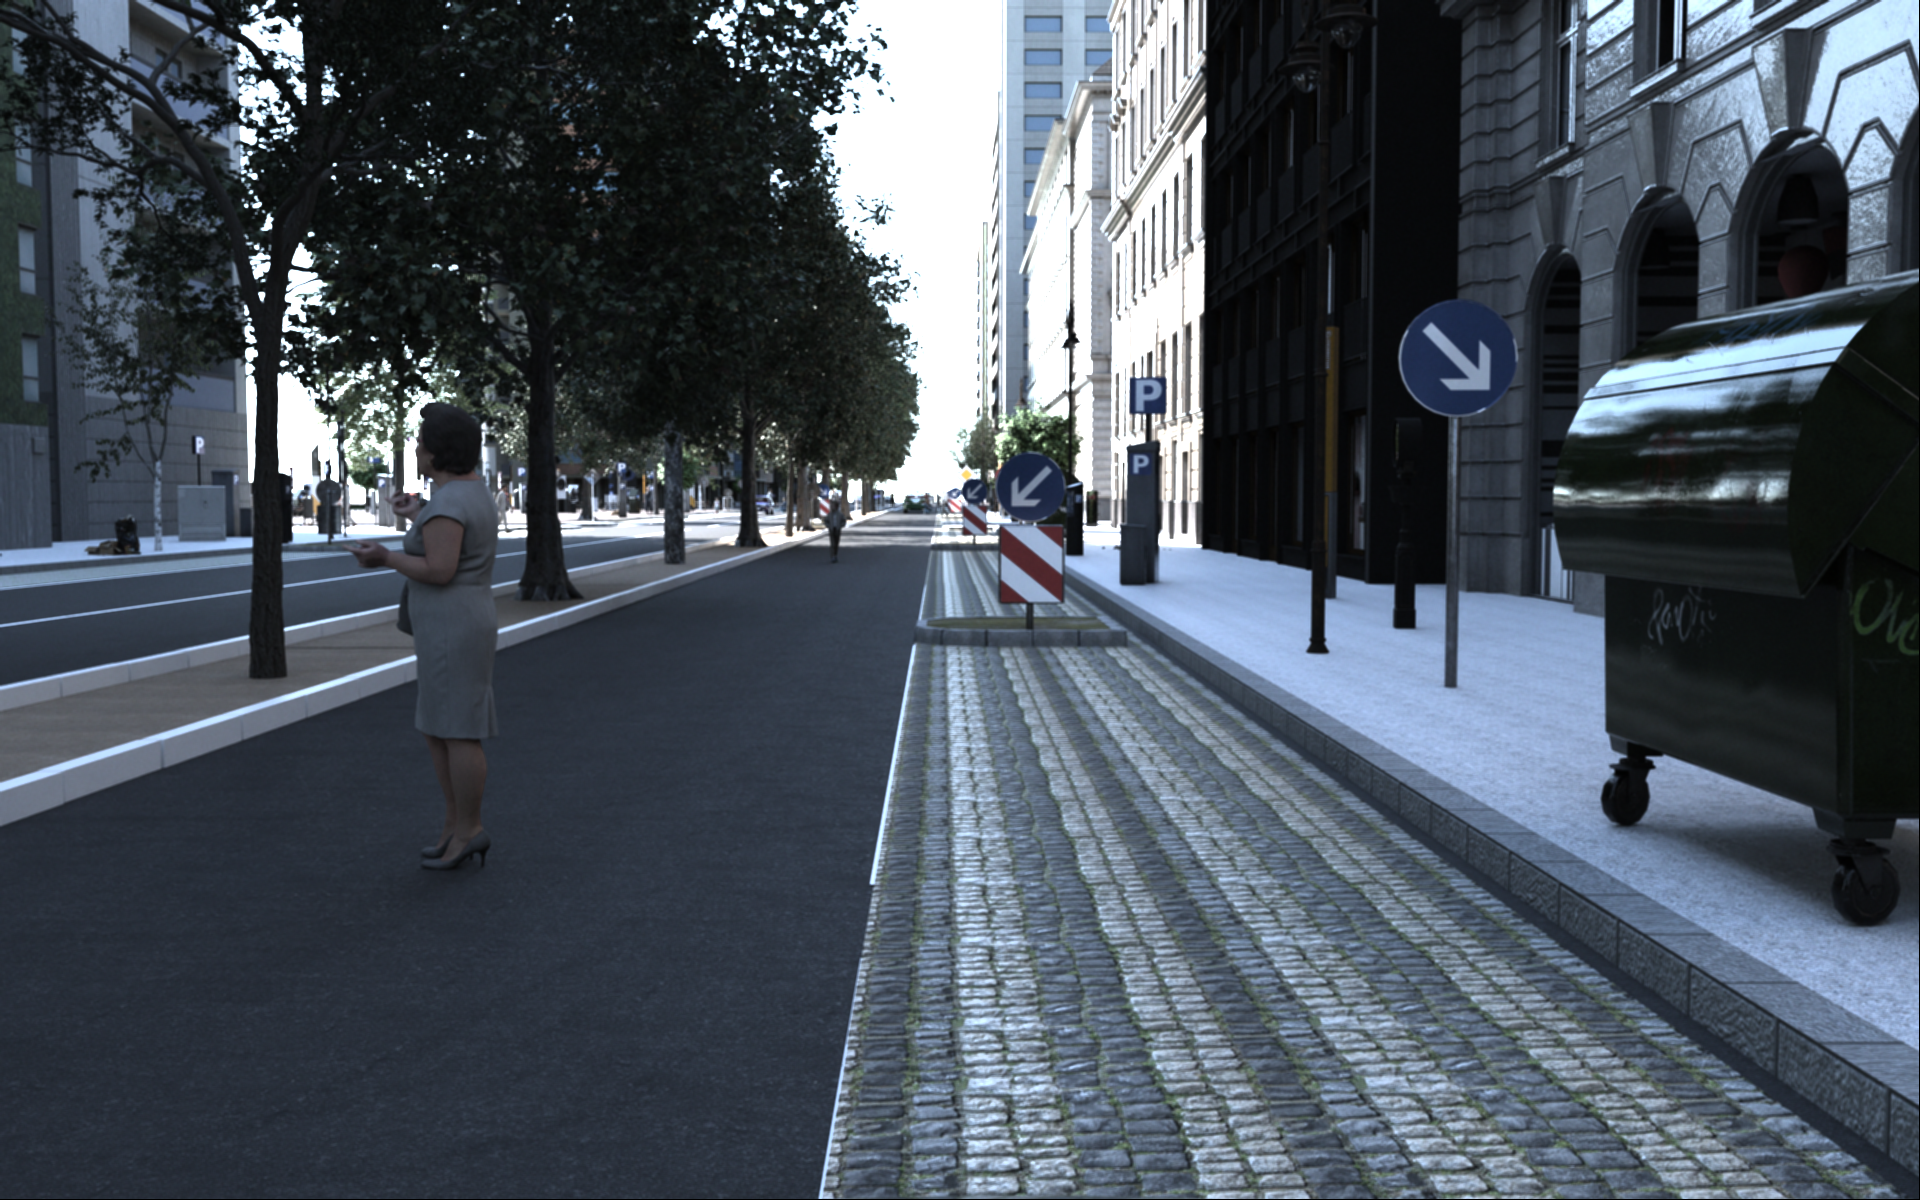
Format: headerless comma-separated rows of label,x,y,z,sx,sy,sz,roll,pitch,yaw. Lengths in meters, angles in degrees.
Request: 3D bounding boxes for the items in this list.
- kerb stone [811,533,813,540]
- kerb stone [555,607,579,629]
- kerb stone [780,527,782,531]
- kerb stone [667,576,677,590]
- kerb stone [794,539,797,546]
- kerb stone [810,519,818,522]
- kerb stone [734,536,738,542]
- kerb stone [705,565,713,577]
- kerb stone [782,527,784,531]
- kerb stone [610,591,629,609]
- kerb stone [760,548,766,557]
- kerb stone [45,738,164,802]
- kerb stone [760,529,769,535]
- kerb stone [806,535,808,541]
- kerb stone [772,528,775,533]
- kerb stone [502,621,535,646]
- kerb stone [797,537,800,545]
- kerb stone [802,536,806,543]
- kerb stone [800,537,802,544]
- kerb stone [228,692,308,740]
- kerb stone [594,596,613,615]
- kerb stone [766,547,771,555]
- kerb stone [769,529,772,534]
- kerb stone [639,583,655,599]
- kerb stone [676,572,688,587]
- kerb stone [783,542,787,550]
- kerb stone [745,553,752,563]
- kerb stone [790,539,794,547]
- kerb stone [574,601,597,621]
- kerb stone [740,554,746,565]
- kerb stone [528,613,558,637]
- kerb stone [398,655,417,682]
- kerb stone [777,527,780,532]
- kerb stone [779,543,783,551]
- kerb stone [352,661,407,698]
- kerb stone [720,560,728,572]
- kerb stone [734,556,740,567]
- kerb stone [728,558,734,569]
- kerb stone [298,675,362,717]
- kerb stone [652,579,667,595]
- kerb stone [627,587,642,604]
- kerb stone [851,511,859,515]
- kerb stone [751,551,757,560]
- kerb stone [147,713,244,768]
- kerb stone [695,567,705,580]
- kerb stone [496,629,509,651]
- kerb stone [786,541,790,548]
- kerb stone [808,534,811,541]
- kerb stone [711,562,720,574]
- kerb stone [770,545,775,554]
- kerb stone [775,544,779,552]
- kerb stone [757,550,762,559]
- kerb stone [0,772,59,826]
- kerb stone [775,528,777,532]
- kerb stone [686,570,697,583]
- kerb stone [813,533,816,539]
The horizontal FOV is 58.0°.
kerb stone,-4.716,-1.922,53.622,0.120,0.150,1.000,0,4,-1
kerb stone,-4.323,0.209,18.776,0.120,0.150,1.000,0,4,-1
kerb stone,-6.960,-2.671,65.930,0.120,0.150,1.000,0,4,-1
kerb stone,-4.409,-0.225,25.953,0.120,0.150,1.000,0,4,-1
kerb stone,-4.645,-1.546,47.475,0.120,0.150,1.000,0,4,-1
kerb stone,-7.170,-3.836,84.911,0.120,0.150,1.000,0,4,-1
kerb stone,-6.797,-1.798,51.594,0.120,0.150,1.000,0,4,-1
kerb stone,-4.456,-0.481,30.053,0.120,0.150,1.000,0,4,-1
kerb stone,-6.968,-2.738,66.958,0.120,0.150,1.000,0,4,-1
kerb stone,-4.365,0.021,21.856,0.120,0.150,1.000,0,4,-1
kerb stone,-4.558,-1.044,39.271,0.120,0.150,1.000,0,4,-1
kerb stone,-4.222,0.836,8.534,0.120,0.150,1.000,0,4,-1
kerb stone,-6.900,-2.362,60.807,0.120,0.150,1.000,0,4,-1
kerb stone,-4.690,-1.796,51.570,0.120,0.150,1.000,0,4,-1
kerb stone,-6.922,-2.487,62.861,0.120,0.150,1.000,0,4,-1
kerb stone,-4.307,0.335,16.726,0.120,0.150,1.000,0,4,-1
kerb stone,-4.665,-1.609,48.497,0.120,0.150,1.000,0,4,-1
kerb stone,-4.682,-1.728,50.548,0.120,0.150,1.000,0,4,-1
kerb stone,-4.680,-1.669,49.519,0.120,0.150,1.000,0,4,-1
kerb stone,-4.240,0.711,10.578,0.120,0.150,1.000,0,4,-1
kerb stone,-4.355,0.085,20.826,0.120,0.150,1.000,0,4,-1
kerb stone,-4.573,-1.106,40.293,0.120,0.150,1.000,0,4,-1
kerb stone,-6.914,-2.424,61.830,0.120,0.150,1.000,0,4,-1
kerb stone,-4.388,-0.104,23.903,0.120,0.150,1.000,0,4,-1
kerb stone,-4.419,-0.292,26.986,0.120,0.150,1.000,0,4,-1
kerb stone,-4.612,-1.355,44.391,0.120,0.150,1.000,0,4,-1
kerb stone,-4.523,-0.856,36.196,0.120,0.150,1.000,0,4,-1
kerb stone,-4.634,-1.484,46.451,0.120,0.150,1.000,0,4,-1
kerb stone,-4.342,0.146,19.801,0.120,0.150,1.000,0,4,-1
kerb stone,-4.511,-0.789,35.170,0.120,0.150,1.000,0,4,-1
kerb stone,-4.320,0.272,17.748,0.120,0.150,1.000,0,4,-1
kerb stone,-4.273,0.523,13.648,0.120,0.150,1.000,0,4,-1
kerb stone,-6.943,-2.611,64.906,0.120,0.150,1.000,0,4,-1
kerb stone,-4.605,-1.295,43.369,0.120,0.150,1.000,0,4,-1
kerb stone,-4.266,0.585,12.626,0.120,0.150,1.000,0,4,-1
kerb stone,-4.470,-0.606,32.097,0.120,0.150,1.000,0,4,-1
kerb stone,-4.498,-0.731,34.148,0.120,0.150,1.000,0,4,-1
kerb stone,-4.488,-0.668,33.119,0.120,0.150,1.000,0,4,-1
kerb stone,-4.251,0.650,11.604,0.120,0.150,1.000,0,4,-1
kerb stone,-4.399,-0.167,24.925,0.120,0.150,1.000,0,4,-1
kerb stone,-4.378,-0.038,22.879,0.120,0.150,1.000,0,4,-1
kerb stone,-7.623,-6.345,125.928,0.120,0.150,1.000,0,4,-1
kerb stone,-4.538,-0.917,37.220,0.120,0.150,1.000,0,4,-1
kerb stone,-4.227,0.773,9.556,0.120,0.150,1.000,0,4,-1
kerb stone,-4.448,-0.417,29.030,0.120,0.150,1.000,0,4,-1
kerb stone,-4.300,0.397,15.699,0.120,0.150,1.000,0,4,-1
kerb stone,-4.627,-1.413,45.423,0.120,0.150,1.000,0,4,-1
kerb stone,-4.701,-1.853,52.594,0.120,0.150,1.000,0,4,-1
kerb stone,-4.467,-0.543,31.075,0.120,0.150,1.000,0,4,-1
kerb stone,-4.574,-1.169,41.315,0.120,0.150,1.000,0,4,-1
kerb stone,-4.595,-1.232,42.344,0.120,0.150,1.000,0,4,-1
kerb stone,-4.546,-0.976,38.243,0.120,0.150,1.000,0,4,-1
kerb stone,-4.199,0.898,7.505,0.120,0.150,1.000,0,4,-1
kerb stone,-6.933,-2.550,63.884,0.120,0.150,1.000,0,4,-1
kerb stone,-4.429,-0.355,28.008,0.120,0.150,1.000,0,4,-1
kerb stone,-4.729,-1.985,54.647,0.120,0.150,1.000,0,4,-1
